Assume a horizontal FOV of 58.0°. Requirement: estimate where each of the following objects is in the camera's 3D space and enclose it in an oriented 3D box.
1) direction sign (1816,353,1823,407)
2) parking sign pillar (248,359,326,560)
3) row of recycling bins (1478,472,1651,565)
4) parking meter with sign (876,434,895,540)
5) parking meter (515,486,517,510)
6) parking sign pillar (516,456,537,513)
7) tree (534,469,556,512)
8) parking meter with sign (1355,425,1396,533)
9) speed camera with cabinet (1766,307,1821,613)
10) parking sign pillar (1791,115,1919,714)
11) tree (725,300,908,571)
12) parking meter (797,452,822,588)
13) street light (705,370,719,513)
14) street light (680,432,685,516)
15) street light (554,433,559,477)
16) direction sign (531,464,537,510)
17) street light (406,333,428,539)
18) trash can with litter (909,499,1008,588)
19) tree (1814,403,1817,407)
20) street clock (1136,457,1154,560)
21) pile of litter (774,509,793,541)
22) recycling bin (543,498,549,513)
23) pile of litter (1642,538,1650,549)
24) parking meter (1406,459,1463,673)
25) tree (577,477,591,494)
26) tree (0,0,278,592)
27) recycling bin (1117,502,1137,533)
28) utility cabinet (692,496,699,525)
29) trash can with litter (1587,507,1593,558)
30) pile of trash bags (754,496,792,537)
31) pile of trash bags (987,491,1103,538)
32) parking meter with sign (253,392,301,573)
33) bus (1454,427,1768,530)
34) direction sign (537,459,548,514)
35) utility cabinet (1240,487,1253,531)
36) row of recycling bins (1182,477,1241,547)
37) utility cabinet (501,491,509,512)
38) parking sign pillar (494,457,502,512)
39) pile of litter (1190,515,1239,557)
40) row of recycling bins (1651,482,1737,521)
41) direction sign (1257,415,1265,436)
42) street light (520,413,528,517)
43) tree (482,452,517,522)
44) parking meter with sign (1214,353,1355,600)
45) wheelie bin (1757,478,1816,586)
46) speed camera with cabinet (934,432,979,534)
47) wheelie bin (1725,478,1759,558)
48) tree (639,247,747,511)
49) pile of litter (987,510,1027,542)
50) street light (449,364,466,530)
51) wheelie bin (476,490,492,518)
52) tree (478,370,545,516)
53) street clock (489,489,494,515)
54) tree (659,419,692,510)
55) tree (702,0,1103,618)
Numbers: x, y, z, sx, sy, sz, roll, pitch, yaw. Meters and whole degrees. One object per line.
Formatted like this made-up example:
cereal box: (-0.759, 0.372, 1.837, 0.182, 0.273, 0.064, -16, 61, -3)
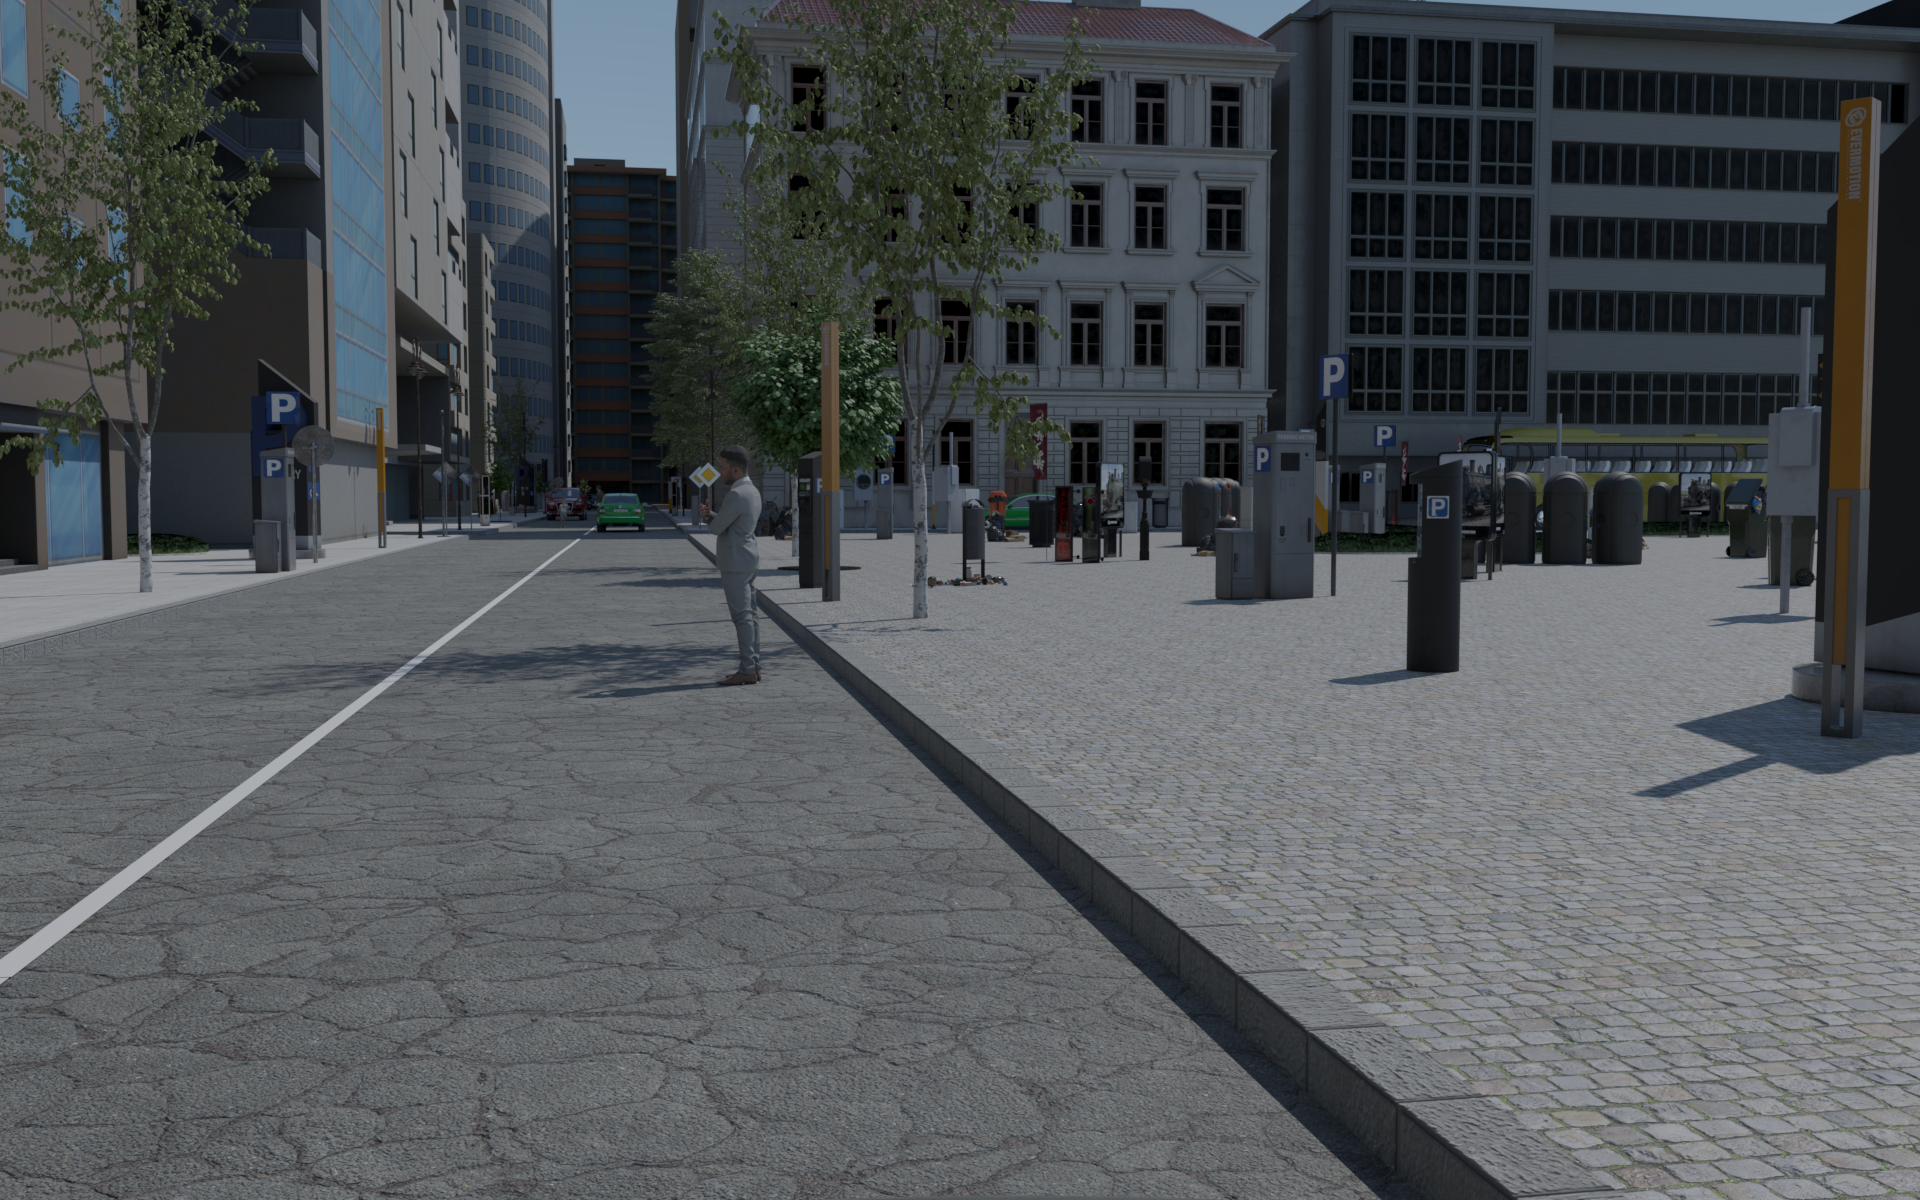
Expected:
direction sign: (14.056, -2.180, 27.642, 0.379, 3.537, 0.876, -2, 4, -30)
parking sign pillar: (-13.406, -2.810, 34.413, 1.447, 3.967, 1.447, 1, 4, 16)
row of recycling bins: (10.740, -1.523, 32.019, 3.534, 1.692, 1.069, 1, 4, 14)
parking meter with sign: (-2.151, -3.253, 49.451, 0.543, 3.016, 1.738, 0, 4, 0)
parking meter: (-32.886, -7.460, 127.677, 0.255, 1.863, 0.399, 0, 4, 6)
parking sign pillar: (-29.440, -7.877, 117.264, 1.447, 3.967, 1.447, 2, 4, 34)
tree: (-30.035, -7.903, 123.821, 1.663, 3.219, 1.824, 0, 3, 0)
parking meter with sign: (10.243, -2.866, 43.113, 0.543, 3.016, 1.738, 3, 4, 36)
speed camera with cabinet: (9.527, -1.449, 18.020, 0.660, 3.252, 2.038, -3, 4, -36)
parking sign pillar: (5.946, -1.354, 10.602, 1.447, 3.967, 1.447, -1, 4, -19)
tree: (-2.373, -2.805, 29.567, 4.285, 4.588, 4.351, 0, 3, 0)
parking meter: (-2.010, -1.097, 23.653, 0.255, 1.863, 0.399, 2, 4, 33)
street light: (-9.196, -5.602, 64.385, 0.468, 5.910, 1.993, -1, 4, -10)
street light: (-16.052, -7.805, 100.404, 0.468, 5.910, 1.993, -1, 4, -10)
street light: (-30.722, -9.725, 131.786, 0.468, 5.910, 1.993, -1, 4, -10)
direction sign: (-31.818, -8.435, 129.909, 0.876, 3.537, 0.379, -1, 4, -22)
street light: (-15.593, -4.715, 49.879, 0.468, 5.910, 1.993, -1, 4, -10)
trash can with litter: (-0.101, -0.828, 24.591, 1.678, 1.210, 2.233, 2, 4, 32)
tree: (24.647, -3.868, 46.954, 4.285, 4.588, 4.351, 0, 3, 0)
street clock: (3.573, -1.770, 33.511, 0.358, 2.002, 0.471, 0, 4, 3)
pile of litter: (-4.486, -2.112, 48.497, 1.719, 0.858, 1.176, -3, 4, -37)
recycling bin: (-28.346, -6.544, 119.545, 0.722, 1.027, 0.722, 0, 4, 6)
pile of litter: (15.441, -1.604, 40.190, 1.719, 0.858, 1.176, -2, 4, -29)
parking meter: (3.443, -0.254, 12.567, 0.372, 1.533, 0.369, 0, 3, 0)
tree: (-43.609, -12.629, 201.091, 1.663, 3.219, 1.824, 0, 3, 0)
tree: (-10.794, -4.416, 22.567, 4.737, 8.622, 4.395, 0, 3, 0)
recycling bin: (5.453, -2.709, 56.846, 0.722, 1.027, 0.722, 0, 4, 6)
utility cabinet: (-10.975, -3.707, 71.771, 0.306, 1.237, 1.020, -1, 4, -9)
trash can with litter: (12.866, -1.432, 34.808, 1.055, 1.170, 0.624, -3, 5, -40)
pile of trash bags: (-5.395, -2.658, 53.211, 3.447, 1.369, 1.912, -2, 4, -31)
pile of trash bags: (2.523, -2.552, 51.476, 3.447, 1.369, 1.912, 0, 3, 0)
parking meter with sign: (-11.368, -1.990, 28.790, 0.543, 3.016, 1.738, -1, 4, -11)
bus: (24.416, -4.480, 64.795, 12.252, 3.916, 2.896, -1, 4, -9)
direction sign: (-26.634, -7.288, 111.157, 0.379, 3.537, 0.876, 1, 4, 9)
utility cabinet: (8.880, -2.784, 54.201, 0.318, 1.500, 1.173, -2, 4, -26)
row of recycling bins: (6.318, -2.237, 43.693, 1.069, 1.692, 3.534, 1, 4, 22)
utility cabinet: (-32.251, -7.034, 123.685, 0.318, 1.500, 1.173, 1, 4, 21)
parking sign pillar: (-34.070, -8.421, 126.162, 1.447, 3.967, 1.447, -3, 5, -42)
pile of litter: (5.631, -1.339, 35.854, 1.719, 0.858, 1.176, 0, 4, 8)
row of recycling bins: (24.972, -3.153, 58.667, 1.069, 1.692, 3.534, -3, 5, -39)
direction sign: (8.644, -3.536, 49.809, 0.379, 3.537, 0.876, 1, 4, 22)
street light: (-24.313, -7.581, 96.742, 0.468, 5.910, 1.993, -1, 4, -10)
tree: (-21.311, -5.204, 79.690, 1.663, 3.219, 1.824, 0, 3, 0)
parking meter with sign: (3.968, -1.533, 21.334, 1.738, 3.016, 0.543, -2, 4, -28)
wheelie bin: (11.686, -1.007, 24.376, 0.693, 1.594, 0.980, 1, 4, 20)
speed camera with cabinet: (-0.102, -3.785, 56.221, 0.660, 3.252, 2.038, 2, 4, 30)
wheelie bin: (15.977, -1.662, 35.089, 0.693, 1.594, 0.980, -1, 4, -18)
tree: (-11.419, -9.913, 80.210, 7.486, 12.596, 7.792, 0, 3, 0)
pile of litter: (1.273, -2.015, 46.912, 1.176, 0.858, 1.719, 2, 4, 24)
street light: (-17.823, -5.427, 61.515, 0.468, 5.910, 1.993, -1, 4, -10)
wheelie bin: (-25.852, -5.265, 93.985, 0.693, 1.594, 0.980, 0, 4, 3)
tree: (-26.783, -9.361, 103.416, 4.737, 8.622, 4.395, 0, 3, 0)
street clock: (-29.214, -6.321, 107.921, 0.358, 2.002, 0.471, -3, 5, -41)
tree: (-22.579, -11.659, 140.982, 4.360, 8.622, 3.978, 0, 3, 0)
tree: (-0.434, -4.103, 17.440, 4.737, 8.622, 4.395, 0, 3, 0)
